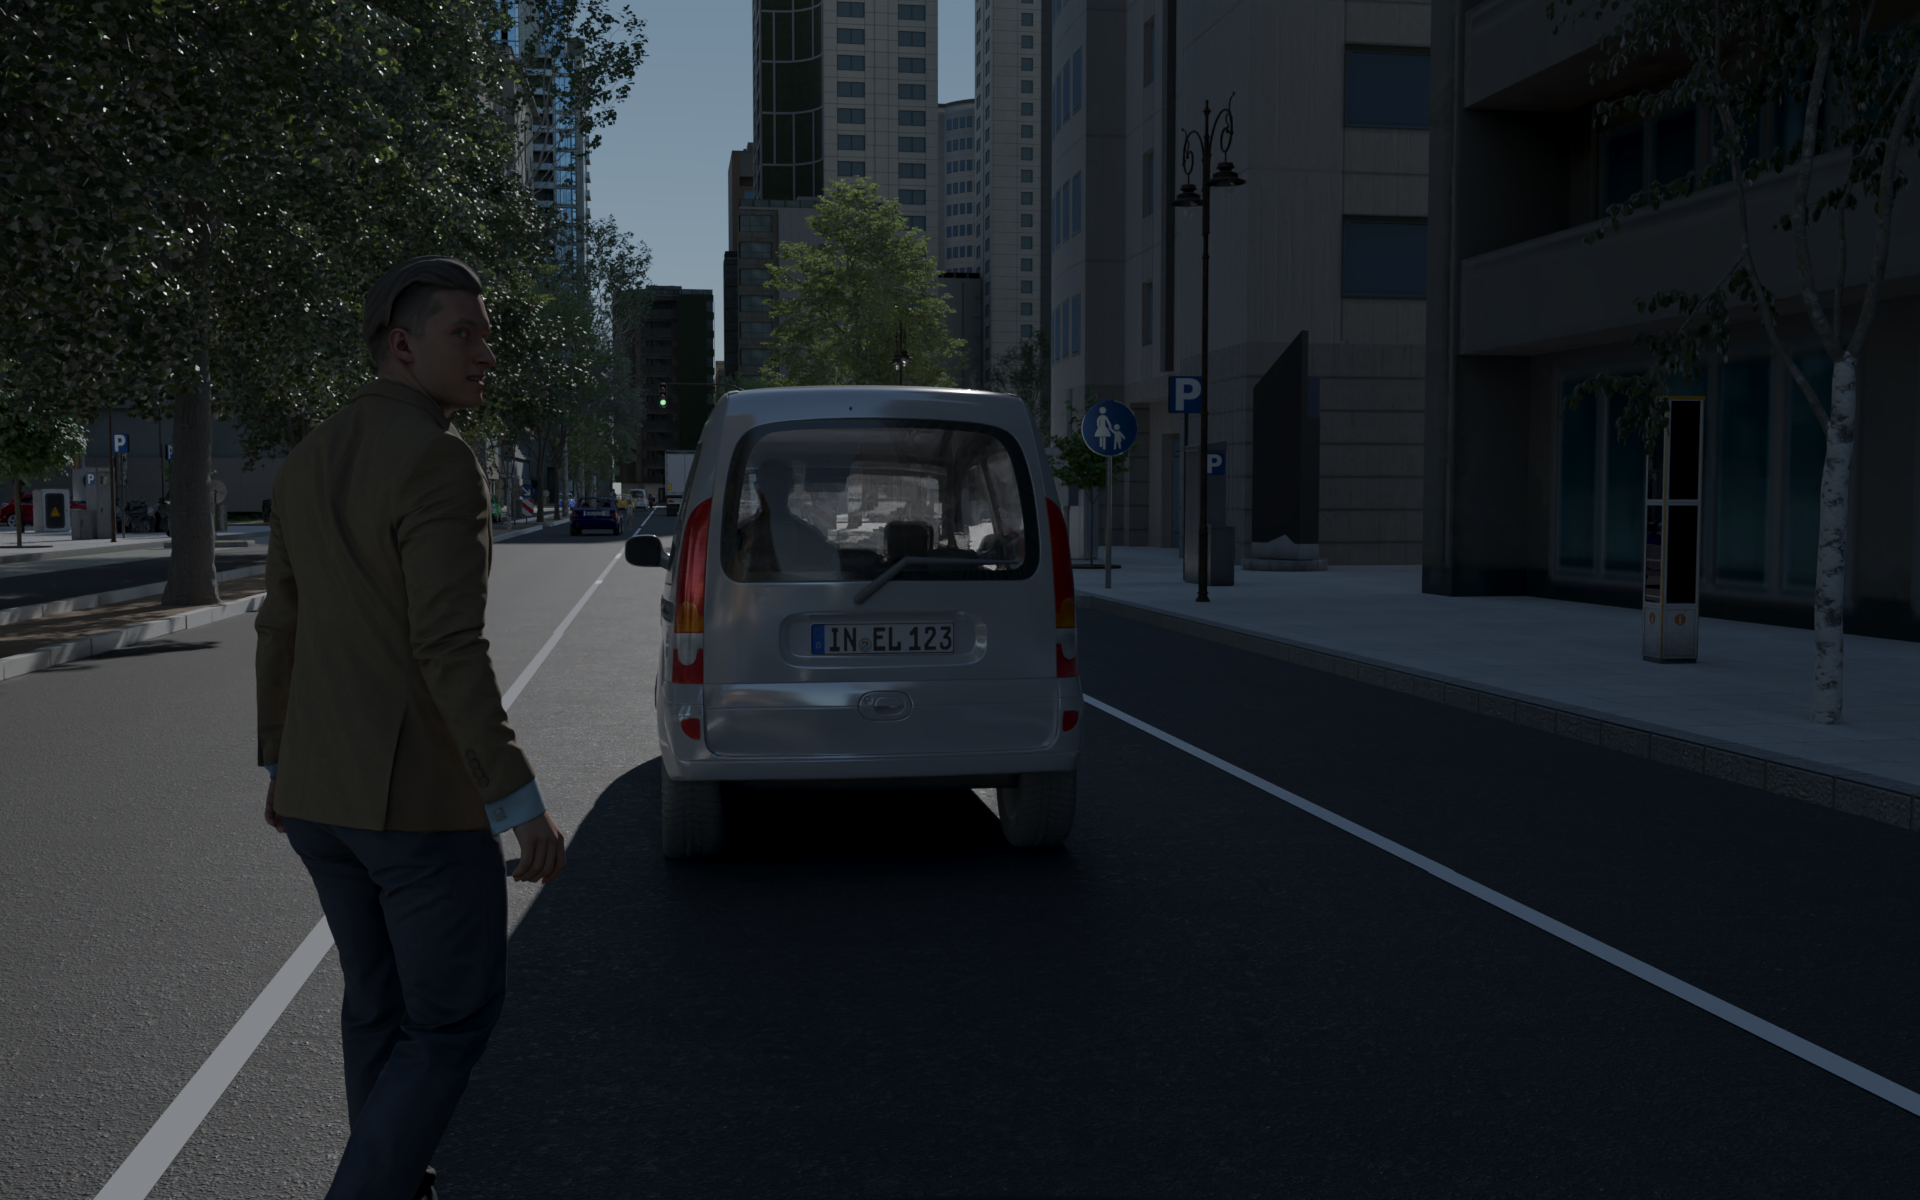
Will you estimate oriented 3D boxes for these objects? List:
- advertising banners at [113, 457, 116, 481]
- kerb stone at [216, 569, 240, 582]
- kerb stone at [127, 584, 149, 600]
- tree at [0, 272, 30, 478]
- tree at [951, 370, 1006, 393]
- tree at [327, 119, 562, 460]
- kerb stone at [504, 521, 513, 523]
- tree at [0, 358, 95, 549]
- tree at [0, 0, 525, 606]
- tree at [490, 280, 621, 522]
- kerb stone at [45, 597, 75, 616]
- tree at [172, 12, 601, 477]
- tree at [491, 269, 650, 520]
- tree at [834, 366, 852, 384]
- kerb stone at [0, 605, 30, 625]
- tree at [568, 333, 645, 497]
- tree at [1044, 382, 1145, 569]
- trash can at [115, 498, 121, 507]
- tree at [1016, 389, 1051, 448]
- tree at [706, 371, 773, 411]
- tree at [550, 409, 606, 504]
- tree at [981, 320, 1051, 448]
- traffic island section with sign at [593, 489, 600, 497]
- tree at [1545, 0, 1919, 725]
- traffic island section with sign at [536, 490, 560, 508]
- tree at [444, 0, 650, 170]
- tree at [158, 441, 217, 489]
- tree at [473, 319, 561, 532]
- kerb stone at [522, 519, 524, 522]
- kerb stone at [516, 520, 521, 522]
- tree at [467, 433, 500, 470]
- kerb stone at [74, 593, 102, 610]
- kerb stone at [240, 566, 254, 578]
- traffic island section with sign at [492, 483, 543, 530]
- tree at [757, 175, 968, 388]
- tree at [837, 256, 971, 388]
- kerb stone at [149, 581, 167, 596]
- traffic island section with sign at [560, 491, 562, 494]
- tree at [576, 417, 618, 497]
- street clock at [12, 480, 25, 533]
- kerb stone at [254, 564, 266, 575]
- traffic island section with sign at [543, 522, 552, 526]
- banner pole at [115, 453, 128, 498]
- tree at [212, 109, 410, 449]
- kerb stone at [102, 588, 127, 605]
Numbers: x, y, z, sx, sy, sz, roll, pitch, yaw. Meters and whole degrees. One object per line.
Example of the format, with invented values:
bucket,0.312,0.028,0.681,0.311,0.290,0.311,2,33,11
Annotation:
advertising banners,-40.278,-5.223,81.584,2.074,3.025,0.090,2,4,35
kerb stone,-12.142,-0.395,28.657,0.120,0.150,1.000,-1,4,-10
kerb stone,-11.290,-0.083,23.595,0.120,0.150,1.000,-1,4,-10
tree,-21.058,-5.270,36.535,4.737,8.622,4.395,0,3,0
tree,0.295,-9.390,103.892,4.360,8.622,3.978,0,3,0
tree,-14.639,-7.692,46.355,7.486,12.596,7.792,0,3,0
kerb stone,-20.788,-3.518,79.713,0.120,0.150,1.000,-1,4,-10
tree,-22.599,-3.529,41.418,4.285,4.588,4.351,0,3,0
tree,-9.993,-6.912,22.126,9.857,13.997,8.962,0,3,0
tree,-19.995,-9.441,82.573,9.928,11.665,9.643,0,3,0
kerb stone,-10.770,0.104,20.567,0.120,0.150,1.000,-1,4,-10
tree,-12.890,-7.243,37.891,9.611,12.733,9.660,0,3,0
tree,-21.920,-11.075,93.905,12.009,13.543,11.850,0,3,0
tree,-5.690,-8.729,93.077,4.360,8.622,3.978,0,3,0
kerb stone,-10.606,0.162,19.556,0.120,0.150,1.000,-1,4,-10
tree,-29.424,-13.941,137.053,9.857,13.997,8.962,0,3,0
tree,2.268,-2.171,30.105,1.663,3.219,1.824,0,3,0
trash can,-29.904,-3.012,60.901,0.748,1.137,0.748,0,3,0
tree,4.614,-10.078,115.141,4.360,8.622,3.978,0,3,0
tree,-17.505,-13.450,145.670,9.928,11.665,9.643,0,3,0
tree,-26.051,-10.068,117.430,4.737,8.622,4.395,0,3,0
tree,3.703,-9.693,92.887,7.601,10.594,8.767,1,4,17
traffic island section with sign,-31.906,-8.774,151.594,2.006,1.907,1.989,-1,4,-10
tree,4.982,-3.626,9.649,4.360,8.622,3.978,0,3,0
traffic island section with sign,-42.293,-10.310,177.188,1.989,1.847,2.006,-1,4,-10
tree,-16.980,-12.134,56.732,12.611,20.169,13.585,0,3,0
tree,-24.705,-3.700,55.099,1.663,3.219,1.824,0,3,0
tree,-17.170,-6.907,65.743,4.360,8.622,3.978,0,3,0
kerb stone,-21.821,-3.889,85.784,0.120,0.150,1.000,-1,4,-10
kerb stone,-21.480,-3.765,83.759,0.120,0.150,1.000,-1,4,-10
tree,-39.902,-11.778,142.940,4.737,8.622,4.395,0,3,0
kerb stone,-10.947,0.038,21.573,0.120,0.150,1.000,-1,4,-10
kerb stone,-12.316,-0.457,29.674,0.120,0.150,1.000,-1,4,-10
traffic island section with sign,-18.120,-3.796,70.203,2.006,1.907,1.989,-1,4,-10
tree,-3.452,-8.816,62.273,7.486,12.596,7.792,0,3,0
tree,-1.912,-6.294,53.267,4.737,8.622,4.395,0,3,0
kerb stone,-11.462,-0.147,24.604,0.120,0.150,1.000,-1,4,-10
traffic island section with sign,-46.927,-11.979,204.490,1.989,1.847,2.006,-1,4,-10
tree,-30.506,-11.713,144.330,4.360,8.622,3.978,0,3,0
street clock,-31.008,-3.214,57.116,0.471,2.002,0.358,3,4,38
kerb stone,-12.491,-0.519,30.689,0.120,0.150,1.000,-1,4,-10
traffic island section with sign,-19.348,-4.243,77.508,2.006,1.907,1.989,-1,4,-10
banner pole,-37.640,-5.362,77.681,0.863,3.779,0.401,1,4,21
tree,-11.274,-4.694,29.560,4.737,8.622,4.395,0,3,0
kerb stone,-11.110,-0.023,22.582,0.120,0.150,1.000,-1,4,-10
